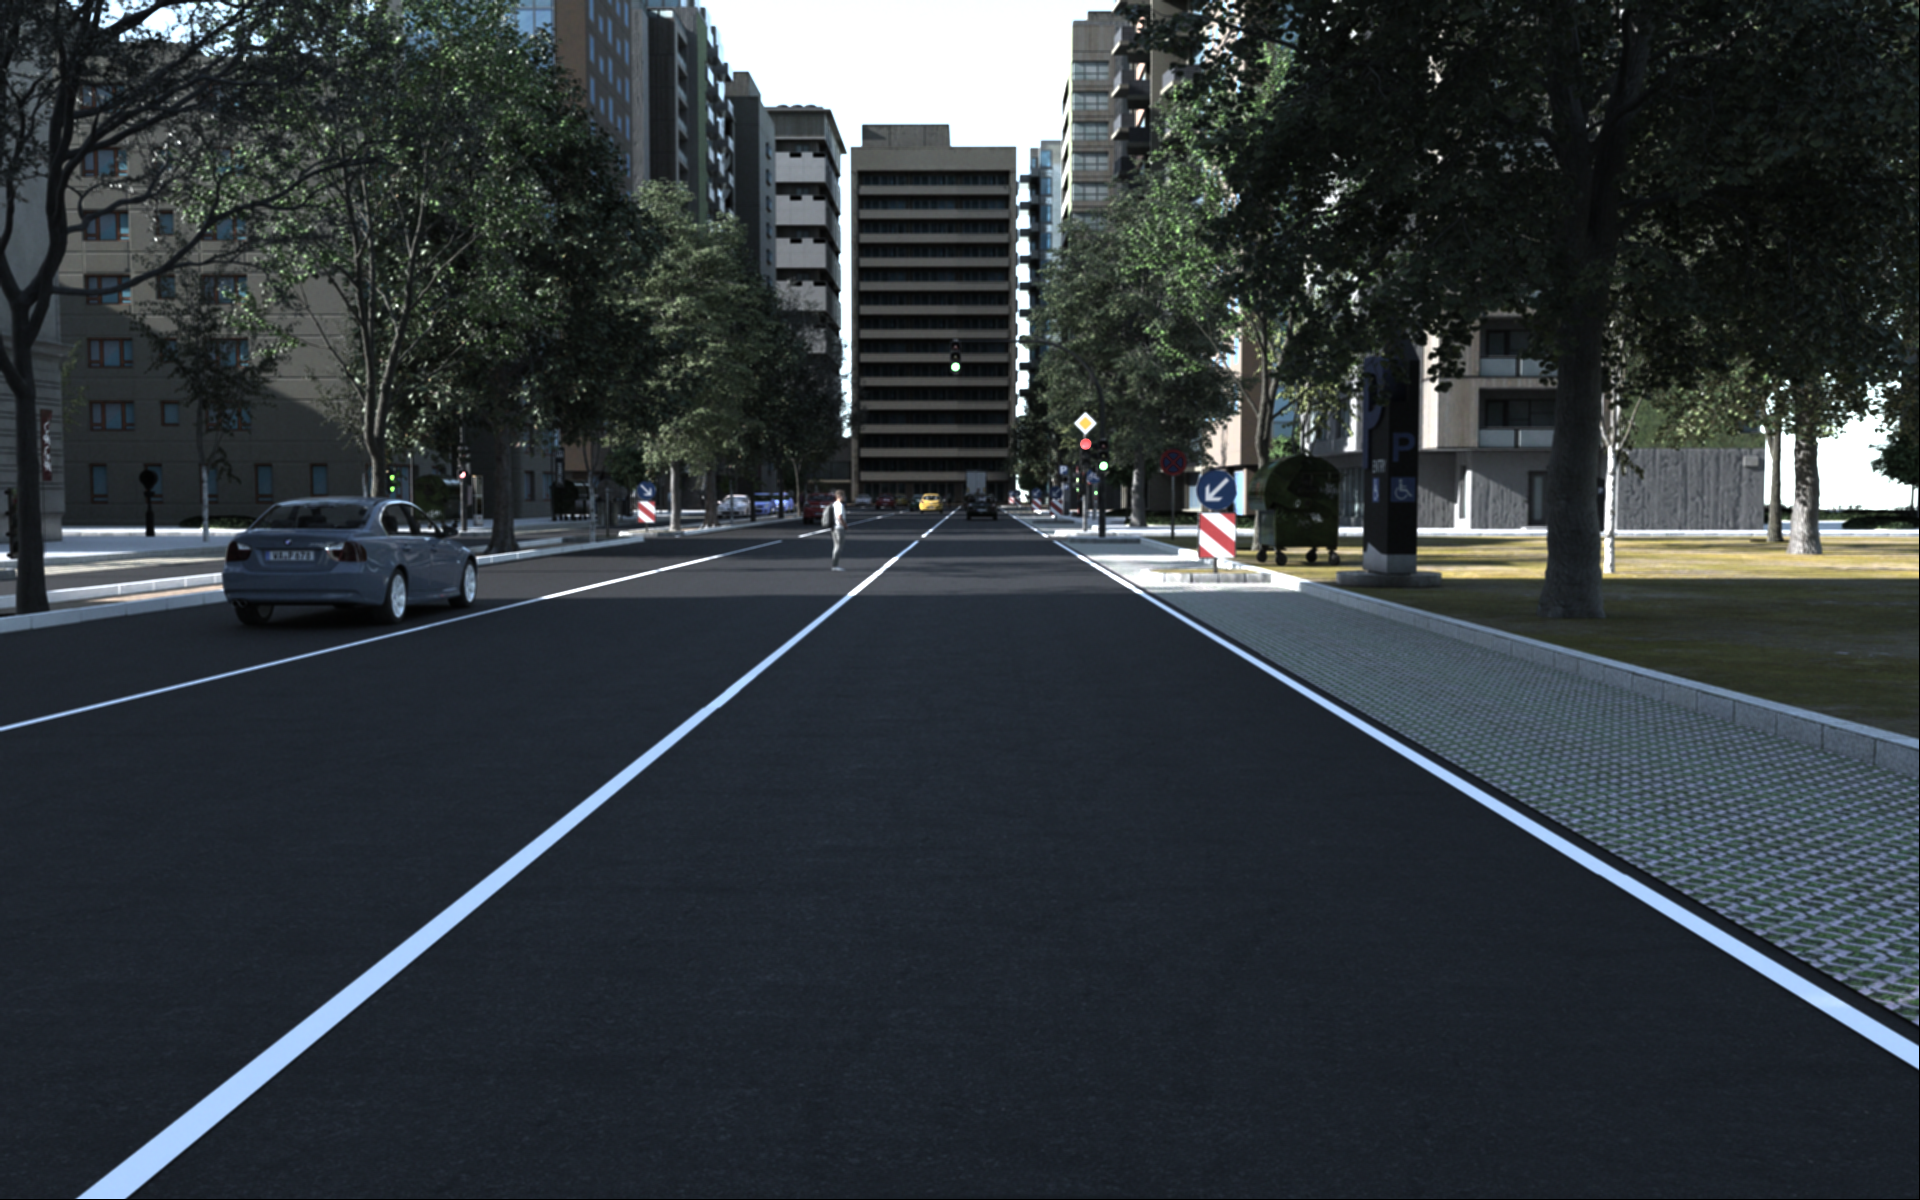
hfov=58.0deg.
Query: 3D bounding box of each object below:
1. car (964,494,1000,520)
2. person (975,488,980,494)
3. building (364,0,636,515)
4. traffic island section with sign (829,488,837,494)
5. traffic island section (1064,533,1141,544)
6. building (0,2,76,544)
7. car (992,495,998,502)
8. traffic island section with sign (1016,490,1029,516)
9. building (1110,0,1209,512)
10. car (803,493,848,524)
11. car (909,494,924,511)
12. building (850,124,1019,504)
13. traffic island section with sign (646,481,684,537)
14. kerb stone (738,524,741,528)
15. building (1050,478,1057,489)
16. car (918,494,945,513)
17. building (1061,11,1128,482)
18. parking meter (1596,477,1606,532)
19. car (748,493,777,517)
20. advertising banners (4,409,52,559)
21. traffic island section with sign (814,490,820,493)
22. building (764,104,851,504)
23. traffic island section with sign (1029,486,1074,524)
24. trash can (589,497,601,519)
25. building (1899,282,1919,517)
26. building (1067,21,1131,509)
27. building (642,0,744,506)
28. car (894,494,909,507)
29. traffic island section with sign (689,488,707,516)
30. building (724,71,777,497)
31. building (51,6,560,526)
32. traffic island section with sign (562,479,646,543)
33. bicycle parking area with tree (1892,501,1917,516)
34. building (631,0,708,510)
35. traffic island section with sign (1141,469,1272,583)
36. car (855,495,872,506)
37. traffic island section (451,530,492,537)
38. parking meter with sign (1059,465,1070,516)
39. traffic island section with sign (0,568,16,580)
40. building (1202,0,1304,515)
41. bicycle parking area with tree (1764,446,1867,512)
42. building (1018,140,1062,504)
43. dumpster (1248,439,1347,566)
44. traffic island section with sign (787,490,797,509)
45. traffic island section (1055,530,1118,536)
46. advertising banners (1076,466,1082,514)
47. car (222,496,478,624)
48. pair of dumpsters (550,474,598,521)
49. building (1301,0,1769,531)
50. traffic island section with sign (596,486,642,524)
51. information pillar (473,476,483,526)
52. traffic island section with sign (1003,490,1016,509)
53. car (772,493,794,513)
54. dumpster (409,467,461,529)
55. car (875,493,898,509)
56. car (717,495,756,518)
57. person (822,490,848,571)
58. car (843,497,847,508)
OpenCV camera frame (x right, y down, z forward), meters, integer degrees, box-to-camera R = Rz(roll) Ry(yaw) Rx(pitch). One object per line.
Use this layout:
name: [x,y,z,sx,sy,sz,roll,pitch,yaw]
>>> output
car: [1.216,-5.281,96.124,2.009,1.686,4.222,0,4,1]
person: [1.186,-6.901,121.236,0.836,1.842,0.656,-1,4,-13]
building: [-29.392,-28.242,111.860,14.600,45.320,14.200,0,4,1]
traffic island section with sign: [-9.895,-7.711,134.215,2.006,1.907,1.989,0,4,1]
traffic island section: [4.223,-1.775,51.299,2.009,0.180,2.903,0,4,1]
building: [-34.336,-12.579,41.825,21.152,22.565,11.583,0,4,1]
car: [2.390,-8.910,158.043,2.083,1.381,4.827,0,4,2]
traffic island section with sign: [4.771,-6.274,111.204,1.989,1.847,2.006,0,4,1]
building: [21.915,-28.415,119.209,22.147,44.769,28.867,0,4,1]
car: [-6.524,-4.550,83.430,2.155,1.783,4.494,0,4,0]
car: [-3.236,-8.089,144.059,2.131,1.459,4.920,0,3,0]
building: [-3.240,-37.078,229.926,21.600,48.544,21.300,0,4,1]
traffic island section with sign: [-10.572,-3.116,59.080,2.006,1.907,1.989,0,4,1]
kerb stone: [-9.417,-3.091,72.760,0.120,0.150,1.000,0,4,1]
building: [26.388,-30.766,194.907,32.217,40.220,23.993,0,4,1]
car: [-2.126,-7.299,129.570,2.015,1.641,3.980,0,3,0]
building: [21.198,-33.514,171.652,21.300,48.544,21.600,0,4,1]
parking meter: [21.629,-3.239,58.668,0.399,1.863,0.255,-1,4,-15]
car: [-12.768,-6.202,110.992,1.945,1.707,3.694,0,4,1]
advertising banners: [-18.769,-2.374,35.000,0.090,3.025,2.074,0,4,-3]
traffic island section with sign: [-15.541,-11.020,188.809,1.989,1.847,2.006,0,4,1]
building: [-27.746,-39.463,234.451,27.495,52.752,28.713,0,4,1]
traffic island section with sign: [4.532,-4.625,84.250,1.989,1.847,2.006,0,4,1]
trash can: [-18.791,-4.741,89.171,0.748,1.137,0.748,0,3,0]
building: [47.953,-18.144,68.362,14.107,30.474,14.160,0,4,1]
building: [16.534,-28.771,153.994,14.154,41.232,14.086,0,4,1]
building: [-33.540,-33.274,163.634,23.786,49.044,30.456,0,4,1]
car: [-6.887,-11.481,197.935,2.015,1.641,3.980,0,3,0]
traffic island section with sign: [-16.237,-6.264,111.036,1.989,1.847,2.006,0,4,1]
building: [-32.601,-35.022,196.315,21.600,48.544,21.300,0,4,1]
building: [-36.569,-14.564,83.157,27.650,21.520,28.899,0,4,1]
traffic island section with sign: [-10.649,-2.663,51.673,2.006,1.907,1.989,0,4,1]
bicycle parking area with tree: [51.240,-6.084,86.483,9.016,4.147,8.231,2,4,30]
building: [-28.532,-27.989,141.214,14.154,41.232,14.086,0,4,1]
traffic island section with sign: [4.028,-1.224,28.638,1.989,1.847,2.006,0,4,1]
car: [-11.651,-12.048,209.341,2.083,1.381,4.827,0,4,0]
traffic island section: [-17.044,-2.275,59.483,2.009,0.180,2.903,0,4,1]
parking meter with sign: [6.336,-6.607,104.283,0.543,3.016,1.738,0,4,-5]
traffic island section with sign: [-16.998,-1.238,28.867,1.989,1.847,2.006,0,4,1]
building: [20.555,-26.888,89.725,14.600,45.320,14.200,0,4,1]
bicycle parking area with tree: [49.545,-7.228,105.180,9.016,4.147,8.231,-1,4,-18]
building: [23.055,-37.439,231.734,30.456,49.044,23.786,0,4,1]
dumpster: [6.167,-1.786,31.699,1.502,2.255,1.985,0,4,1]
traffic island section with sign: [-15.788,-9.367,161.785,1.989,1.847,2.006,0,4,1]
traffic island section: [4.296,-2.263,59.284,2.009,0.180,2.903,0,4,1]
advertising banners: [7.254,-6.682,105.440,0.090,3.025,2.074,0,4,-4]
car: [-7.046,-0.511,20.355,2.014,1.417,4.499,0,4,0]
pair of dumpsters: [-18.892,-5.014,84.479,1.574,2.255,4.437,0,4,0]
building: [21.492,-23.435,66.750,14.086,41.232,14.154,0,4,1]
traffic island section with sign: [-16.493,-4.615,84.082,1.989,1.847,2.006,0,4,1]
information pillar: [-19.267,-3.958,69.210,0.304,2.012,0.304,-3,4,-37]
traffic island section with sign: [5.234,-9.322,161.034,1.989,1.847,2.006,0,4,1]
car: [-13.578,-7.417,130.865,1.945,1.707,3.694,0,4,2]
dumpster: [-19.046,-3.702,63.020,1.502,2.255,1.985,0,4,1]
car: [-7.029,-9.517,164.636,2.155,1.783,4.494,0,4,1]
car: [-13.591,-5.690,105.391,2.083,1.381,4.827,0,4,2]
person: [-2.286,-1.297,32.307,0.503,1.515,0.523,2,4,31]
car: [-12.766,-10.470,180.780,1.945,1.707,3.694,0,4,-1]
